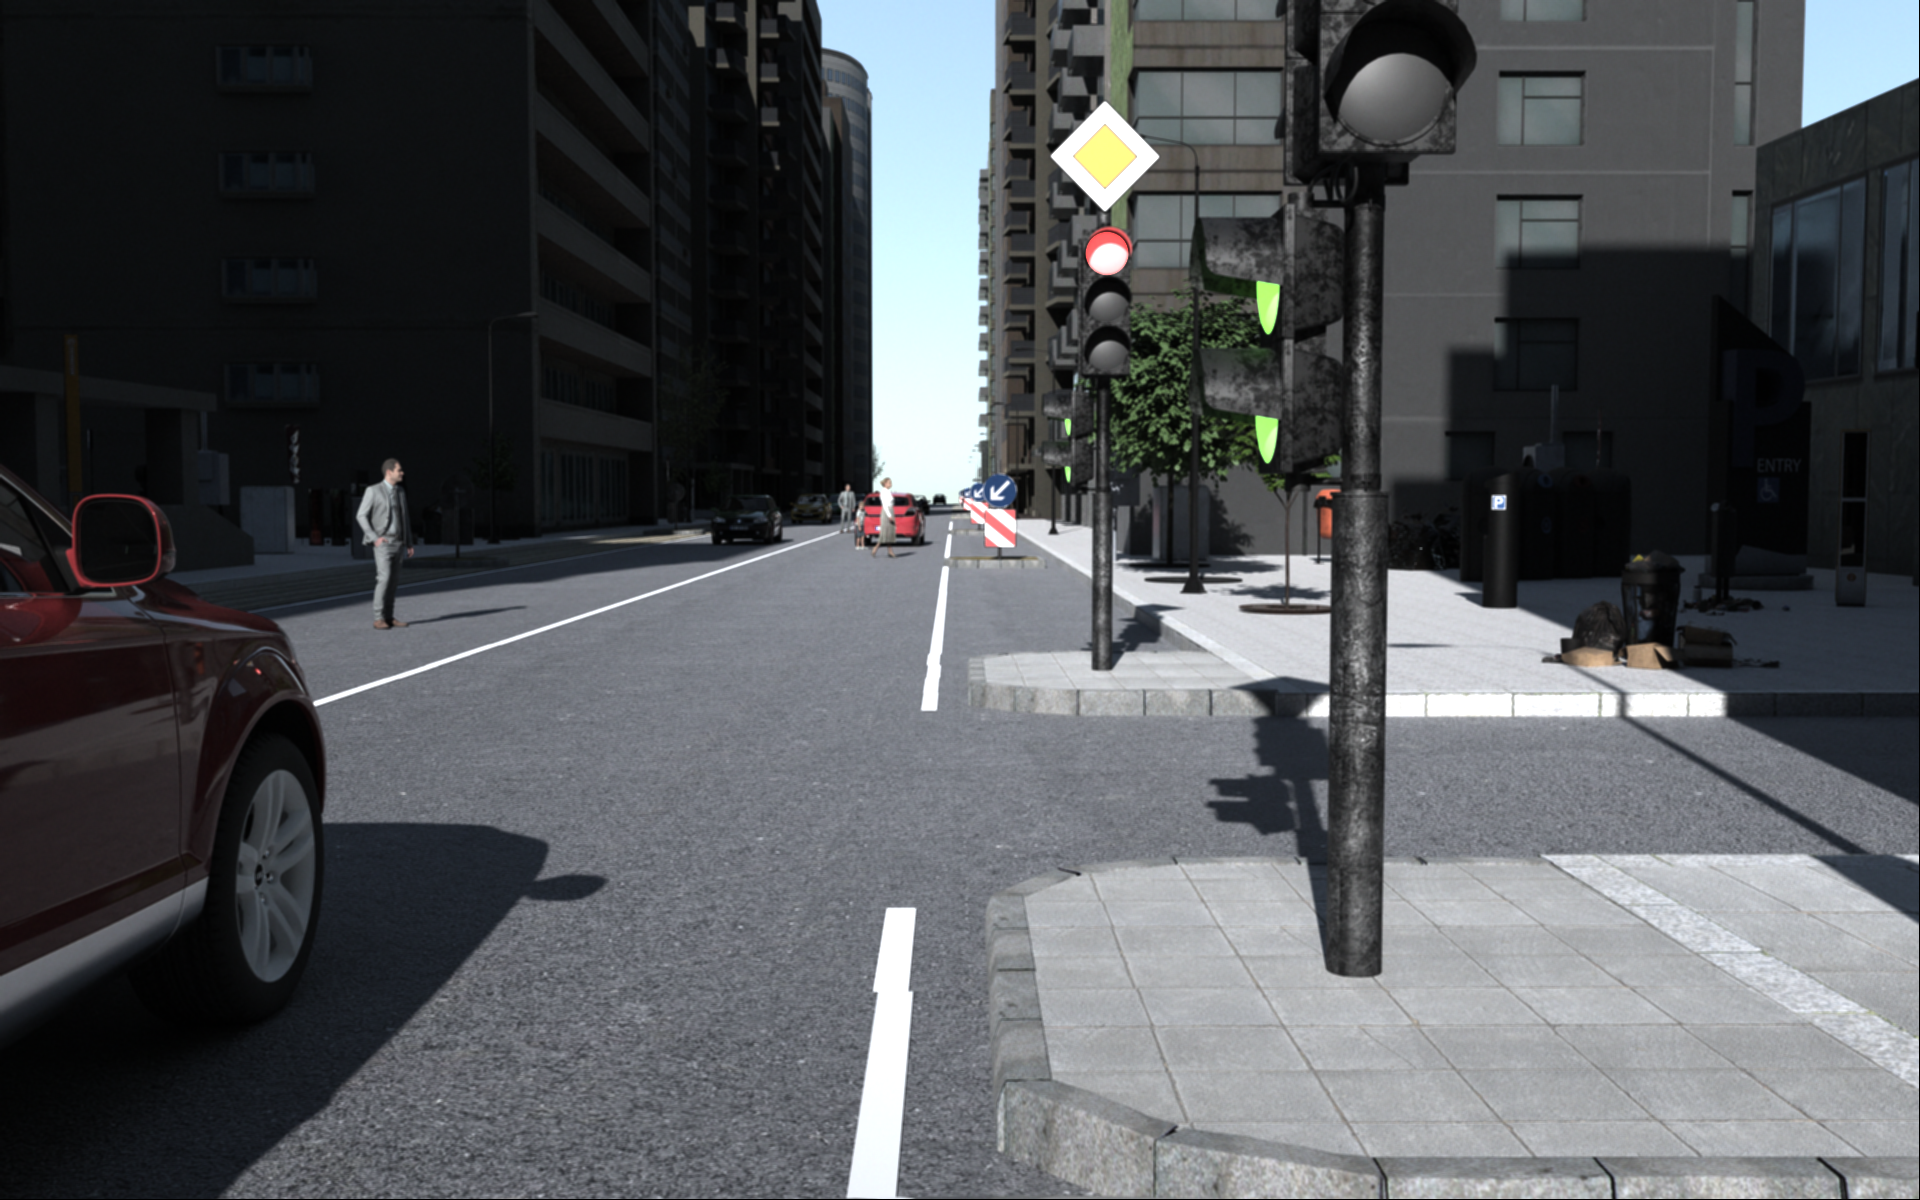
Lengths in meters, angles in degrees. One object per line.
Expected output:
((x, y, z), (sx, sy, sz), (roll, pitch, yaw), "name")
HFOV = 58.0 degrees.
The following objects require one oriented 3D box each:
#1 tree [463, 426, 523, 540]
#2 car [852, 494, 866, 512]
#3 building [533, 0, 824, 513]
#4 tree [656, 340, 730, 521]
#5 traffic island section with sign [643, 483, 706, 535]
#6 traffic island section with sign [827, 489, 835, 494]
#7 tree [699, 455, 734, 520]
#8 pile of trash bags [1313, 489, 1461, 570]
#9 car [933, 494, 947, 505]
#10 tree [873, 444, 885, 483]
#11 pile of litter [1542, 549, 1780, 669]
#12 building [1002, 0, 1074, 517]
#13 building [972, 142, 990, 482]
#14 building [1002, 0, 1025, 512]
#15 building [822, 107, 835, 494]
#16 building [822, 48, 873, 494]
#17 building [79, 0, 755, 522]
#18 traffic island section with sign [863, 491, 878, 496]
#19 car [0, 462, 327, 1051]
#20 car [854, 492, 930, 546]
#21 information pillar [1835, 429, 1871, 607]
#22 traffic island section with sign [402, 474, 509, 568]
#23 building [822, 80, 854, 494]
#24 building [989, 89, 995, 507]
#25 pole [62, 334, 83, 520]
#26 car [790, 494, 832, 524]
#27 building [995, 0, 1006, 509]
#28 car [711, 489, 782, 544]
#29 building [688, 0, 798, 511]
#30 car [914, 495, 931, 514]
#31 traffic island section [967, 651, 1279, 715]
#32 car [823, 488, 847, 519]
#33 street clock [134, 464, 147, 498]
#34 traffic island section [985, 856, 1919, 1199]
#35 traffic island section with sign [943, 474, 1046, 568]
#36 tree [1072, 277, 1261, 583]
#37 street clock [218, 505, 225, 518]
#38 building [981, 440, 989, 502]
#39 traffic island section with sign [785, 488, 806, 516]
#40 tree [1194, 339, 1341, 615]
((-12.814, -3.301, 48.573), (1.663, 3.219, 1.824), (0, 3, 0), "tree")
((-7.294, -6.747, 122.117), (2.131, 1.459, 4.920), (0, 4, -2), "car")
((-23.405, -32.234, 150.725), (21.300, 48.544, 21.600), (0, 4, 0), "building")
((-12.919, -8.067, 82.251), (4.737, 8.622, 4.395), (0, 3, 0), "tree")
((-10.085, -3.228, 61.411), (1.989, 1.847, 2.006), (0, 4, 0), "traffic island section with sign")
((-10.324, -8.013, 139.638), (1.989, 1.847, 2.006), (0, 4, 0), "traffic island section with sign")
((-12.167, -5.603, 86.218), (1.663, 3.219, 1.824), (0, 3, 0), "tree")
((7.502, -1.287, 30.790), (1.912, 1.369, 3.447), (-2, 4, -29), "pile of trash bags")
((-2.811, -14.032, 239.210), (2.009, 1.686, 4.222), (0, 4, 1), "car")
((-12.683, -18.173, 247.492), (4.360, 8.622, 3.978), (0, 3, 0), "tree")
((5.326, 0.054, 13.090), (1.719, 0.858, 1.176), (1, 4, 22), "pile of litter")
((13.812, -27.530, 104.739), (22.147, 44.769, 28.867), (0, 4, 0), "building")
((13.607, -37.428, 231.552), (23.786, 49.044, 30.456), (0, 4, 0), "building")
((10.167, -29.171, 127.055), (14.600, 45.320, 14.200), (0, 4, 0), "building")
((-20.365, -30.224, 177.759), (14.154, 41.232, 14.086), (0, 4, 0), "building")
((-22.707, -41.971, 228.225), (21.231, 58.520, 28.212), (0, 4, 0), "building")
((-28.661, -24.924, 99.396), (32.217, 40.220, 23.993), (0, 4, 0), "building")
((-10.495, -11.396, 194.958), (1.989, 1.847, 2.006), (0, 4, 0), "traffic island section with sign")
((-2.833, 0.343, 3.073), (2.281, 1.827, 5.304), (0, 4, -1), "car")
((-1.946, -2.434, 48.829), (2.155, 1.783, 4.494), (0, 4, 1), "car")
((10.188, -0.934, 19.766), (0.304, 2.012, 0.304), (2, 4, 25), "information pillar")
((-9.995, -1.556, 34.074), (1.989, 1.847, 2.006), (0, 4, 0), "traffic island section with sign")
((-19.447, -33.128, 191.754), (14.600, 45.320, 14.200), (0, 4, 0), "building")
((10.023, -30.260, 178.337), (14.154, 41.232, 14.086), (0, 4, 0), "building")
((-11.388, -1.738, 22.259), (0.158, 3.312, 0.155), (0, 3, 0), "pole")
((-7.254, -4.560, 84.784), (2.015, 1.641, 3.980), (0, 4, 1), "car")
((13.510, -37.101, 148.598), (21.231, 58.520, 28.212), (0, 4, 0), "building")
((-6.195, -2.491, 50.518), (2.009, 1.686, 4.222), (0, 4, 0), "car")
((-23.580, -28.809, 125.653), (22.147, 44.769, 28.867), (0, 4, 0), "building")
((-3.066, -6.775, 123.356), (1.945, 1.354, 3.894), (0, 4, 1), "car")
((1.058, 0.589, 12.651), (2.009, 0.180, 2.903), (0, 4, 0), "traffic island section")
((-7.514, -5.714, 102.213), (1.959, 1.807, 4.718), (0, 4, -2), "car")
((-19.777, -2.293, 42.060), (0.358, 2.002, 0.471), (1, 4, 10), "street clock")
((1.083, 1.077, 4.666), (2.009, 0.180, 2.903), (0, 4, 0), "traffic island section")
((0.667, -1.577, 34.408), (1.989, 1.847, 2.006), (0, 4, 0), "traffic island section with sign")
((3.454, -2.556, 25.499), (4.285, 4.588, 4.351), (0, 3, 0), "tree")
((-16.319, -2.058, 38.214), (0.471, 2.002, 0.358), (3, 5, 45), "street clock")
((13.837, -54.255, 199.738), (22.319, 86.520, 31.000), (0, 4, 0), "building")
((-10.238, -6.335, 112.208), (1.989, 1.847, 2.006), (0, 4, 0), "traffic island section with sign")
((3.651, -1.476, 18.737), (1.663, 3.219, 1.824), (0, 3, 0), "tree")
